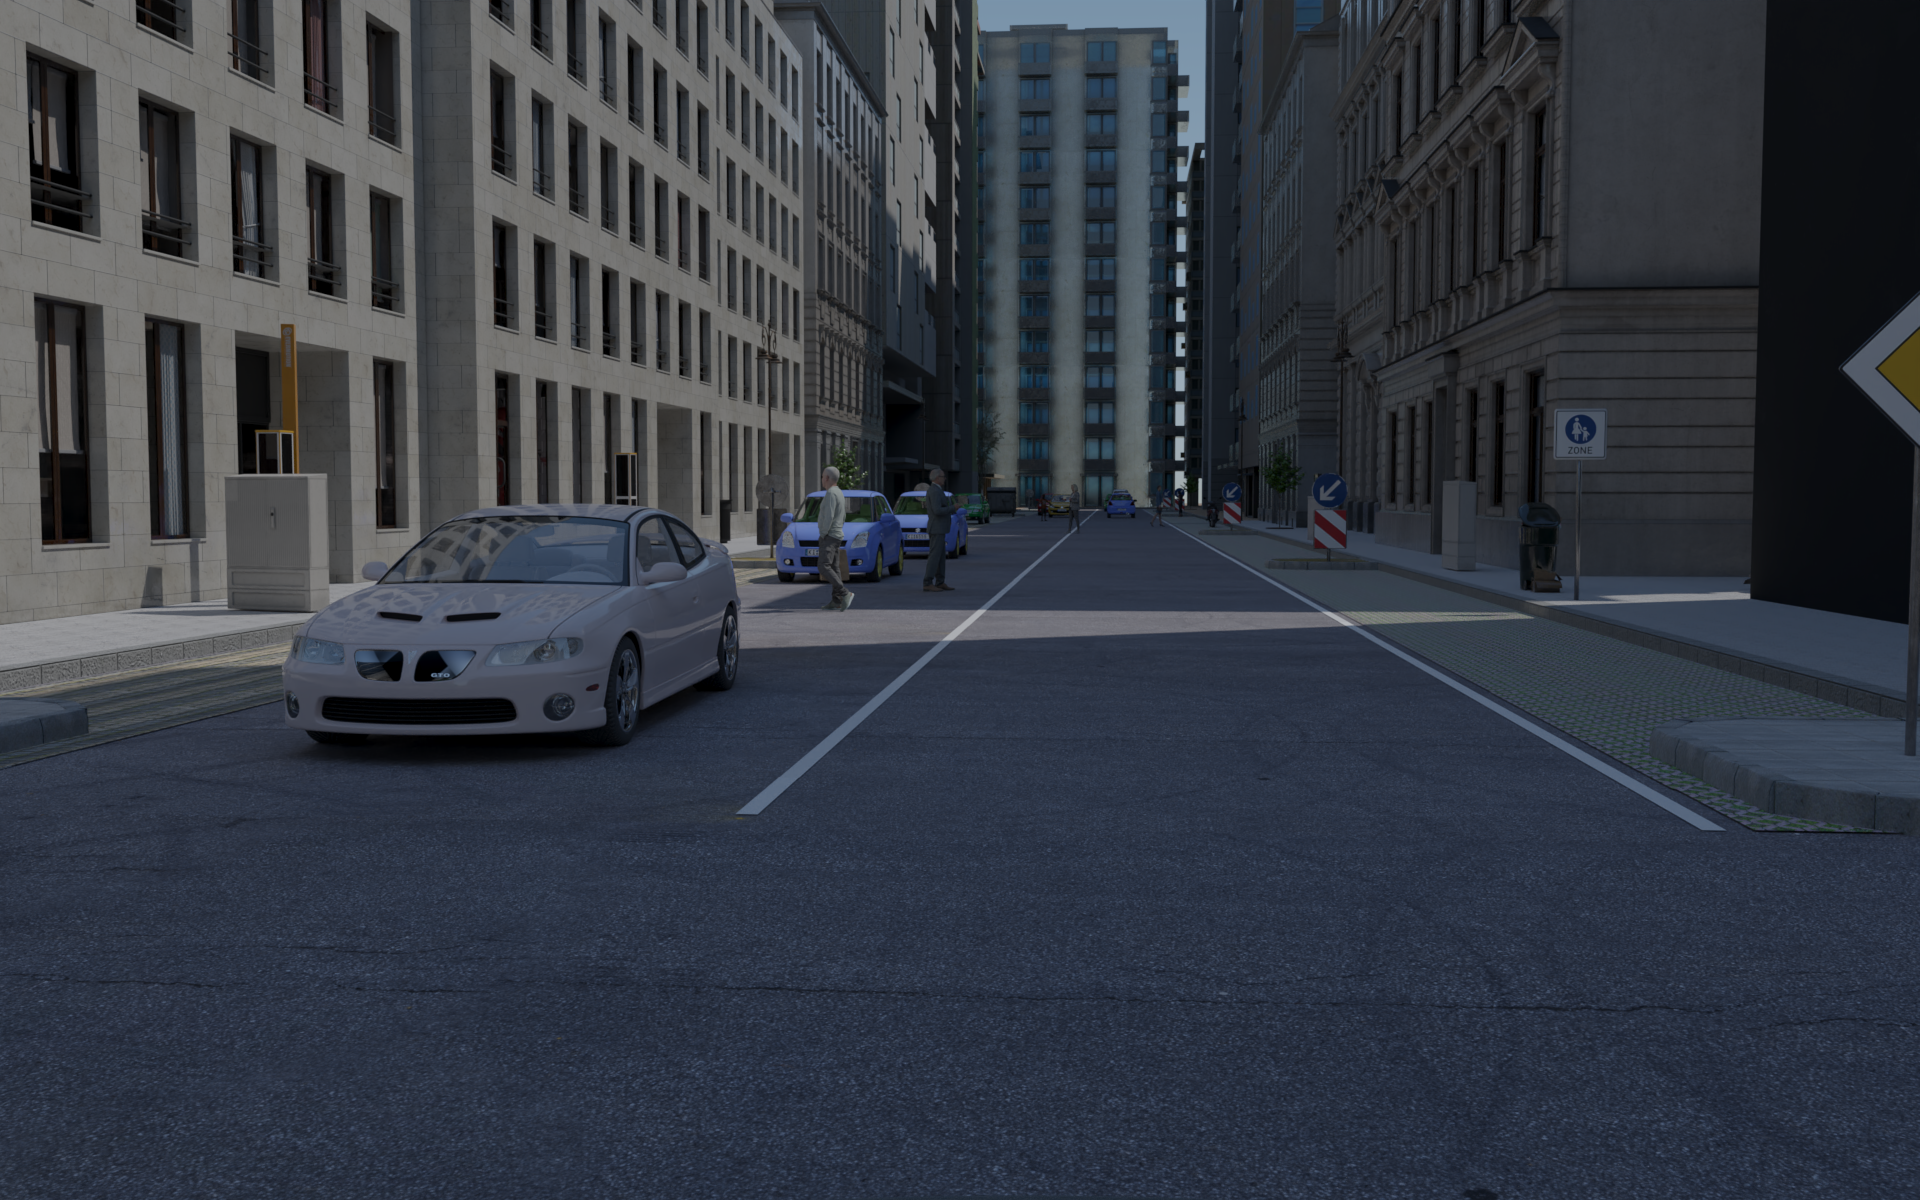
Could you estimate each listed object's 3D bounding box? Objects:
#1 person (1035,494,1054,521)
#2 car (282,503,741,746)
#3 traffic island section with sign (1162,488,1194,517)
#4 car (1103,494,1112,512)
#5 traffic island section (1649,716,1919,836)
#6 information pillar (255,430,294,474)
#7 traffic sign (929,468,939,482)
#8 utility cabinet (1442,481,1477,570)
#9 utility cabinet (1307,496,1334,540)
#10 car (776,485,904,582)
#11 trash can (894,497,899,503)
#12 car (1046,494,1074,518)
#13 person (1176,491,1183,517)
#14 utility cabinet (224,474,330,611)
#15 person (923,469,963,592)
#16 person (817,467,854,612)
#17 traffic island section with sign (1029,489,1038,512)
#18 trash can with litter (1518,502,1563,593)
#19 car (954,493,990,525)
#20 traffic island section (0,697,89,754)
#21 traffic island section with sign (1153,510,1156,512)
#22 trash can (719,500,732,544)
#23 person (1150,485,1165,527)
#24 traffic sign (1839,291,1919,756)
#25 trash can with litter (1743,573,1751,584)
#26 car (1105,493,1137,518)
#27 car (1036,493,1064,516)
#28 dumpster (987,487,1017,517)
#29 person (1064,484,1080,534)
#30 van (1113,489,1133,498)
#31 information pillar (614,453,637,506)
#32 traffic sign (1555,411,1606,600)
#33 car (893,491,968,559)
[{"bbox_3d":[4.448,-4.891,91.735,1.065,1.426,0.557,-1,4,-23],"label":"person"},{"bbox_3d":[-2.693,0.059,11.405,2.083,1.381,4.827,0,4,5],"label":"car"},{"bbox_3d":[13.810,-6.197,109.945,1.989,1.847,2.006,0,4,5],"label":"traffic island section with sign"},{"bbox_3d":[12.653,-8.114,141.461,1.959,1.807,4.718,0,4,4],"label":"car"},{"bbox_3d":[4.686,0.842,8.513,2.009,0.180,2.903,0,4,5],"label":"traffic island section"},{"bbox_3d":[-7.927,-0.954,20.090,0.304,2.012,0.304,1,4,9],"label":"information pillar"},{"bbox_3d":[-1.174,-5.174,84.706,0.768,2.556,0.104,1,4,14],"label":"traffic sign"},{"bbox_3d":[8.418,-1.254,29.183,0.318,1.500,1.173,0,4,3],"label":"utility cabinet"},{"bbox_3d":[9.965,-2.244,47.854,0.306,1.237,1.020,-1,4,-15],"label":"utility cabinet"},{"bbox_3d":[-1.994,-1.205,29.299,1.945,1.707,3.694,0,4,6],"label":"car"},{"bbox_3d":[-2.804,-4.390,83.423,0.748,1.137,0.748,0,3,0],"label":"trash can"},{"bbox_3d":[6.318,-5.898,106.653,2.015,1.641,3.980,0,4,4],"label":"car"},{"bbox_3d":[13.629,-5.958,107.378,0.415,1.643,0.593,0,4,5],"label":"person"},{"bbox_3d":[-7.471,-0.626,18.921,1.173,1.500,0.318,1,4,23],"label":"utility cabinet"},{"bbox_3d":[-0.257,-1.032,25.545,0.590,1.801,0.661,0,4,-7],"label":"person"},{"bbox_3d":[-1.528,-0.760,21.417,0.515,1.767,0.782,0,4,6],"label":"person"},{"bbox_3d":[5.590,-7.892,137.669,1.989,1.847,2.006,0,4,5],"label":"traffic island section with sign"},{"bbox_3d":[7.753,-0.704,22.898,0.624,1.170,1.055,0,4,4],"label":"trash can with litter"},{"bbox_3d":[0.399,-4.505,82.448,1.959,1.807,4.718,0,4,7],"label":"car"},{"bbox_3d":[-6.261,0.782,9.498,2.009,0.180,2.903,0,4,5],"label":"traffic island section"},{"bbox_3d":[16.266,-7.864,137.207,1.989,1.847,2.006,0,4,5],"label":"traffic island section with sign"},{"bbox_3d":[-6.276,-2.044,45.072,0.748,1.137,0.748,0,3,0],"label":"trash can"},{"bbox_3d":[8.733,-4.155,76.453,0.654,1.822,0.581,1,4,21],"label":"person"},{"bbox_3d":[4.661,-0.293,8.438,0.795,2.450,0.064,0,4,5],"label":"traffic sign"},{"bbox_3d":[10.908,-0.707,22.948,0.624,1.170,1.055,-2,4,-29],"label":"trash can with litter"},{"bbox_3d":[9.696,-5.790,104.249,1.945,1.707,3.694,0,4,4],"label":"car"},{"bbox_3d":[6.178,-6.570,116.465,2.155,1.783,4.494,0,4,5],"label":"car"},{"bbox_3d":[2.556,-6.006,106.406,1.865,1.857,1.264,0,4,6],"label":"dumpster"},{"bbox_3d":[4.110,-3.309,62.790,0.526,1.800,0.537,-1,4,-22],"label":"person"},{"bbox_3d":[14.249,-8.944,153.250,2.013,2.044,4.112,0,4,7],"label":"van"},{"bbox_3d":[-5.970,-1.619,30.962,0.304,2.012,0.304,1,4,13],"label":"information pillar"},{"bbox_3d":[7.449,-1.146,20.865,0.606,2.300,0.079,0,4,8],"label":"traffic sign"},{"bbox_3d":[-0.768,-1.830,39.506,1.945,1.707,3.694,0,4,5],"label":"car"}]
